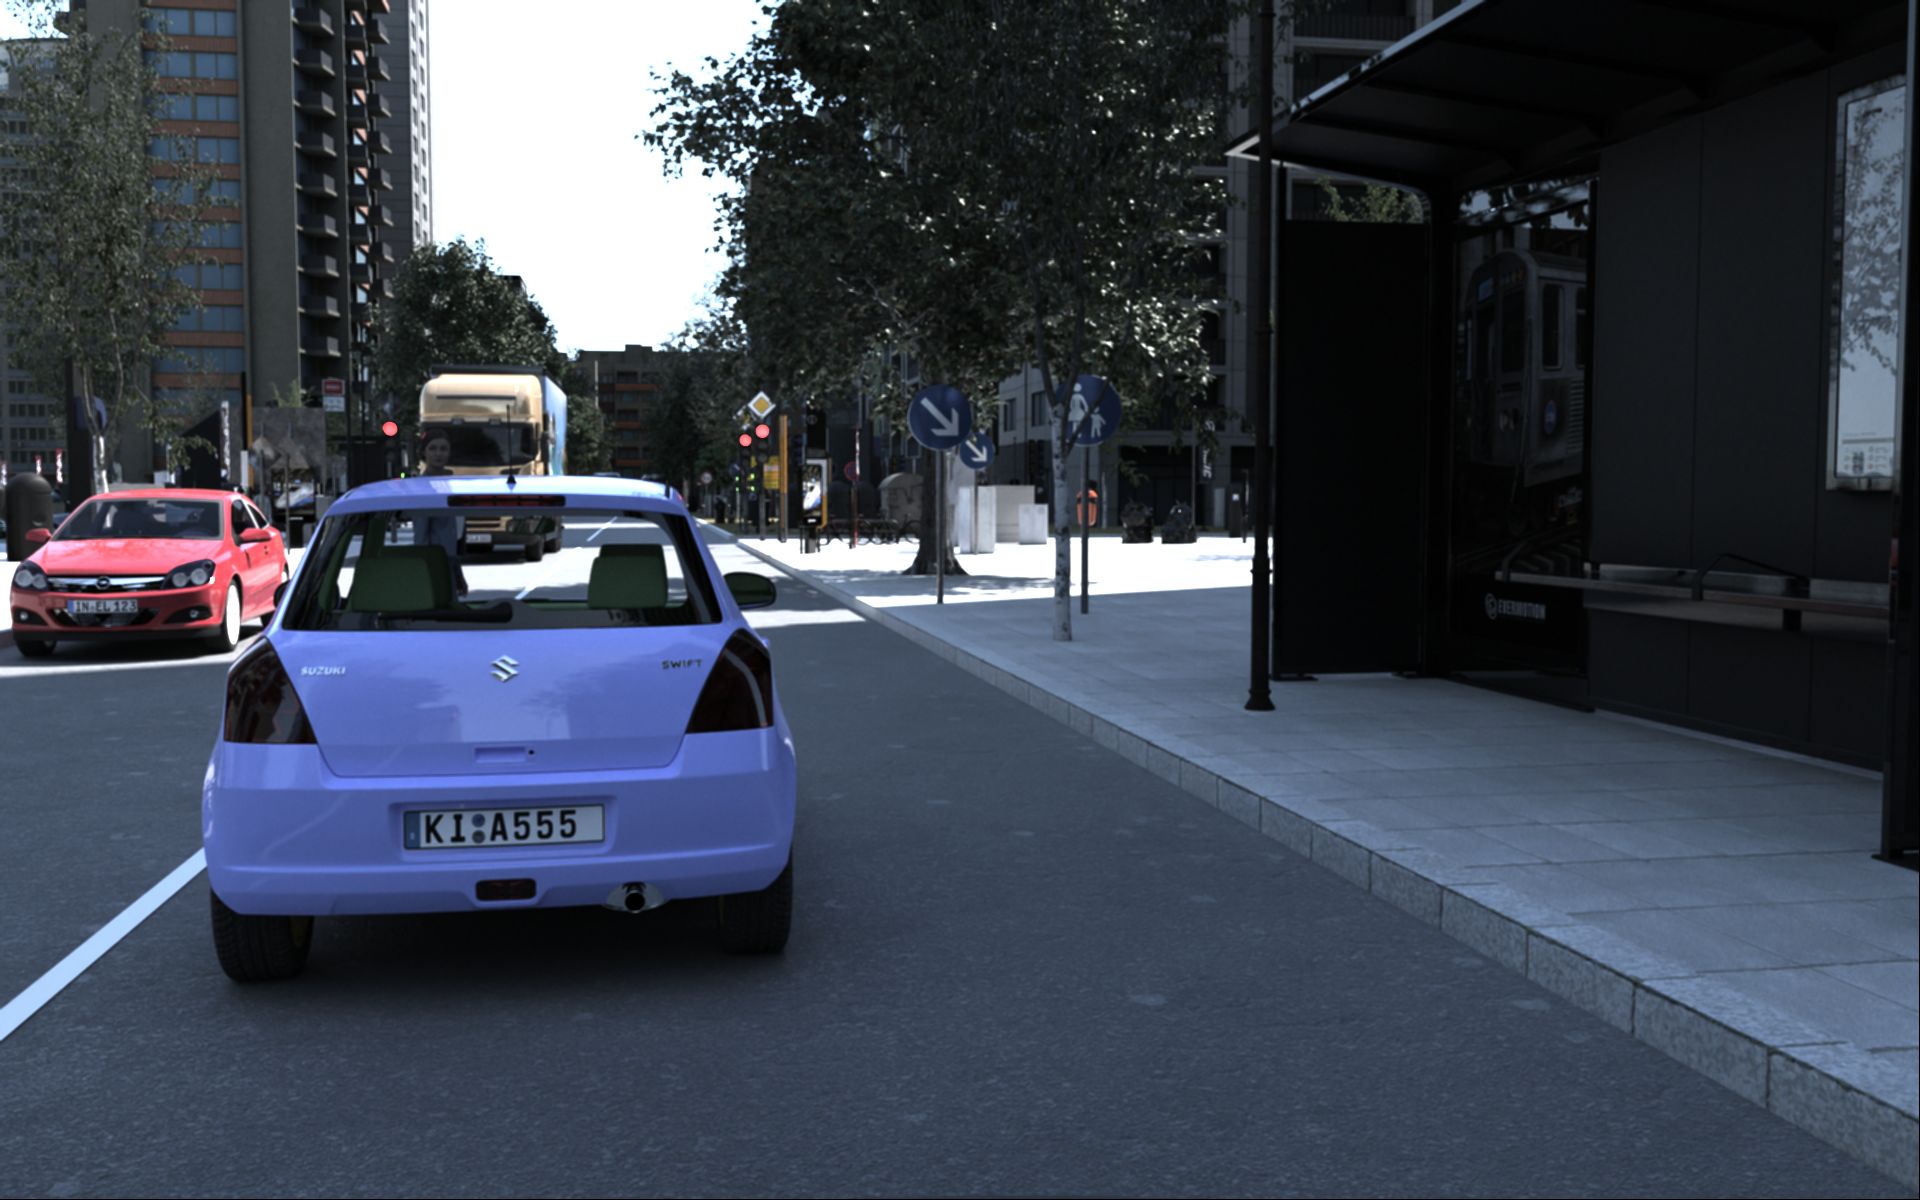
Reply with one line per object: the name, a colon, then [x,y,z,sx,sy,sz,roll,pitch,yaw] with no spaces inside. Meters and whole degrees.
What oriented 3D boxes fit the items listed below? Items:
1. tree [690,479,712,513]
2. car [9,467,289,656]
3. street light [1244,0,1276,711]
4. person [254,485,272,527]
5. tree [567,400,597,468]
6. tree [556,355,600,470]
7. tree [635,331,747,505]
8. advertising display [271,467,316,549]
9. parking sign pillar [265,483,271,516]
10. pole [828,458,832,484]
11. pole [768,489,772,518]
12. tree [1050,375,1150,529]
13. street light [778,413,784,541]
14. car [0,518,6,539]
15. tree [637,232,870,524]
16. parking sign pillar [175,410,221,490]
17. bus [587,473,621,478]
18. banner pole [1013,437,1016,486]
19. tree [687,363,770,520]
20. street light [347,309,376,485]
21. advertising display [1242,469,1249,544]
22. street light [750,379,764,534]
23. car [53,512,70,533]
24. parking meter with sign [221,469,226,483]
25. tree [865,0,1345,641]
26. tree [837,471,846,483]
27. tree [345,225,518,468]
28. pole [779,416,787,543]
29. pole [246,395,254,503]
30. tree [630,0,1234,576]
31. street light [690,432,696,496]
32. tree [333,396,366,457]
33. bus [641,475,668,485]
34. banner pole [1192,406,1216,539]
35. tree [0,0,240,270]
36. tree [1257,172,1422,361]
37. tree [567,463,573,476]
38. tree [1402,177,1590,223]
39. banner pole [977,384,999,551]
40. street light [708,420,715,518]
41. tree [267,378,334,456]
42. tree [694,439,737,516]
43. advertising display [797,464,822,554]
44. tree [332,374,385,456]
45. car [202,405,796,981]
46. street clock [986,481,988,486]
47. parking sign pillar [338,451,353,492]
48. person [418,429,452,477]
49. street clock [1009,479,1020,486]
tree: [-17.611,-7.663,119.886,1.663,3.219,1.824,0,3,0]
car: [-7.731,-0.474,16.794,2.155,1.783,4.494,-1,4,-12]
street light: [1.787,-2.285,10.151,0.468,5.910,1.993,-1,4,-10]
person: [-19.260,-2.347,47.869,0.522,1.701,0.512,3,5,44]
tree: [-30.868,-11.970,130.114,7.601,10.594,8.767,-2,4,-27]
tree: [-29.339,-11.821,119.030,9.928,11.665,9.643,0,3,0]
tree: [-30.925,-20.987,199.032,12.611,20.169,13.585,0,3,0]
advertising display: [-15.584,-2.159,40.519,0.974,1.923,0.123,-2,4,-34]
parking sign pillar: [-41.387,-6.982,102.634,1.447,3.967,1.447,3,4,37]
pole: [-7.330,-6.350,97.671,0.158,3.312,0.155,0,3,0]
pole: [-10.343,-6.136,94.164,0.158,3.312,0.155,0,3,0]
tree: [5.306,-6.903,63.224,4.737,8.622,4.395,0,3,0]
street light: [-4.870,-4.532,46.889,0.468,5.910,1.993,-1,4,-10]
car: [-28.509,-2.342,47.094,4.718,1.807,1.959,-1,4,-12]
tree: [-8.391,-9.986,73.636,12.009,13.543,11.850,0,3,0]
parking sign pillar: [-24.207,-4.070,55.024,1.447,3.967,1.447,3,5,41]
bus: [-29.958,-9.242,145.959,2.948,3.499,13.247,-1,4,-9]
banner pole: [2.391,-5.254,75.912,0.401,3.779,0.863,0,4,1]
tree: [-11.366,-8.366,87.150,4.360,8.622,3.978,0,3,0]
street light: [-14.976,-4.324,43.477,0.468,5.910,1.993,-1,4,-10]
advertising display: [7.449,-2.449,45.256,0.123,1.923,0.974,1,4,12]
street light: [-6.512,-5.081,55.855,0.468,5.910,1.993,-1,4,-10]
car: [-22.981,-2.157,47.267,4.499,1.417,2.014,-1,4,-11]
parking meter with sign: [-52.585,-7.729,122.631,1.738,3.016,0.543,2,4,34]
tree: [0.933,-3.934,14.681,4.360,8.622,3.978,0,3,0]
tree: [-9.130,-8.066,126.477,1.663,3.219,1.824,0,3,0]
tree: [-21.538,-9.619,74.284,9.611,12.733,9.660,0,3,0]
pole: [-4.596,-3.132,45.052,0.158,3.312,0.155,0,3,0]
pole: [-14.701,-2.566,35.799,0.158,3.312,0.155,0,3,0]
tree: [-0.311,-6.741,27.218,9.611,12.733,9.660,0,3,0]
street light: [-19.737,-9.515,128.351,0.468,5.910,1.993,-1,4,-10]
tree: [-43.623,-10.529,122.508,4.737,8.622,4.395,0,3,0]
bus: [-30.204,-10.751,170.633,2.948,3.499,13.247,-1,4,-11]
banner pole: [6.880,-3.625,49.281,0.863,3.779,0.401,0,4,3]
tree: [-11.140,-4.390,22.137,4.360,8.622,3.978,0,3,0]
tree: [8.462,-5.324,37.407,4.737,8.622,4.395,0,3,0]
tree: [-32.604,-9.454,138.283,4.285,4.588,4.351,0,3,0]
tree: [10.098,-4.968,31.591,4.360,8.622,3.978,0,3,0]
banner pole: [0.583,-3.026,39.498,0.401,3.779,0.863,-2,4,-29]
street light: [-13.255,-7.330,92.627,0.468,5.910,1.993,-1,4,-10]
tree: [-42.337,-9.704,109.031,4.737,8.622,4.395,0,3,0]
tree: [-14.368,-7.318,103.361,4.285,4.588,4.351,0,3,0]
advertising display: [-3.219,-1.955,37.179,0.123,1.923,0.974,1,4,21]
tree: [-35.512,-9.358,103.370,4.360,8.622,3.978,0,3,0]
car: [-1.624,0.188,6.522,1.945,1.707,3.694,-1,4,-12]
street clock: [1.393,-5.569,95.628,0.358,2.002,0.471,1,4,11]
parking sign pillar: [-35.094,-6.769,99.140,1.447,3.967,1.447,3,5,40]
person: [-3.197,-0.117,10.441,0.654,1.822,0.581,1,4,20]
street clock: [2.531,-4.659,80.743,0.471,2.002,0.358,-1,4,-11]
